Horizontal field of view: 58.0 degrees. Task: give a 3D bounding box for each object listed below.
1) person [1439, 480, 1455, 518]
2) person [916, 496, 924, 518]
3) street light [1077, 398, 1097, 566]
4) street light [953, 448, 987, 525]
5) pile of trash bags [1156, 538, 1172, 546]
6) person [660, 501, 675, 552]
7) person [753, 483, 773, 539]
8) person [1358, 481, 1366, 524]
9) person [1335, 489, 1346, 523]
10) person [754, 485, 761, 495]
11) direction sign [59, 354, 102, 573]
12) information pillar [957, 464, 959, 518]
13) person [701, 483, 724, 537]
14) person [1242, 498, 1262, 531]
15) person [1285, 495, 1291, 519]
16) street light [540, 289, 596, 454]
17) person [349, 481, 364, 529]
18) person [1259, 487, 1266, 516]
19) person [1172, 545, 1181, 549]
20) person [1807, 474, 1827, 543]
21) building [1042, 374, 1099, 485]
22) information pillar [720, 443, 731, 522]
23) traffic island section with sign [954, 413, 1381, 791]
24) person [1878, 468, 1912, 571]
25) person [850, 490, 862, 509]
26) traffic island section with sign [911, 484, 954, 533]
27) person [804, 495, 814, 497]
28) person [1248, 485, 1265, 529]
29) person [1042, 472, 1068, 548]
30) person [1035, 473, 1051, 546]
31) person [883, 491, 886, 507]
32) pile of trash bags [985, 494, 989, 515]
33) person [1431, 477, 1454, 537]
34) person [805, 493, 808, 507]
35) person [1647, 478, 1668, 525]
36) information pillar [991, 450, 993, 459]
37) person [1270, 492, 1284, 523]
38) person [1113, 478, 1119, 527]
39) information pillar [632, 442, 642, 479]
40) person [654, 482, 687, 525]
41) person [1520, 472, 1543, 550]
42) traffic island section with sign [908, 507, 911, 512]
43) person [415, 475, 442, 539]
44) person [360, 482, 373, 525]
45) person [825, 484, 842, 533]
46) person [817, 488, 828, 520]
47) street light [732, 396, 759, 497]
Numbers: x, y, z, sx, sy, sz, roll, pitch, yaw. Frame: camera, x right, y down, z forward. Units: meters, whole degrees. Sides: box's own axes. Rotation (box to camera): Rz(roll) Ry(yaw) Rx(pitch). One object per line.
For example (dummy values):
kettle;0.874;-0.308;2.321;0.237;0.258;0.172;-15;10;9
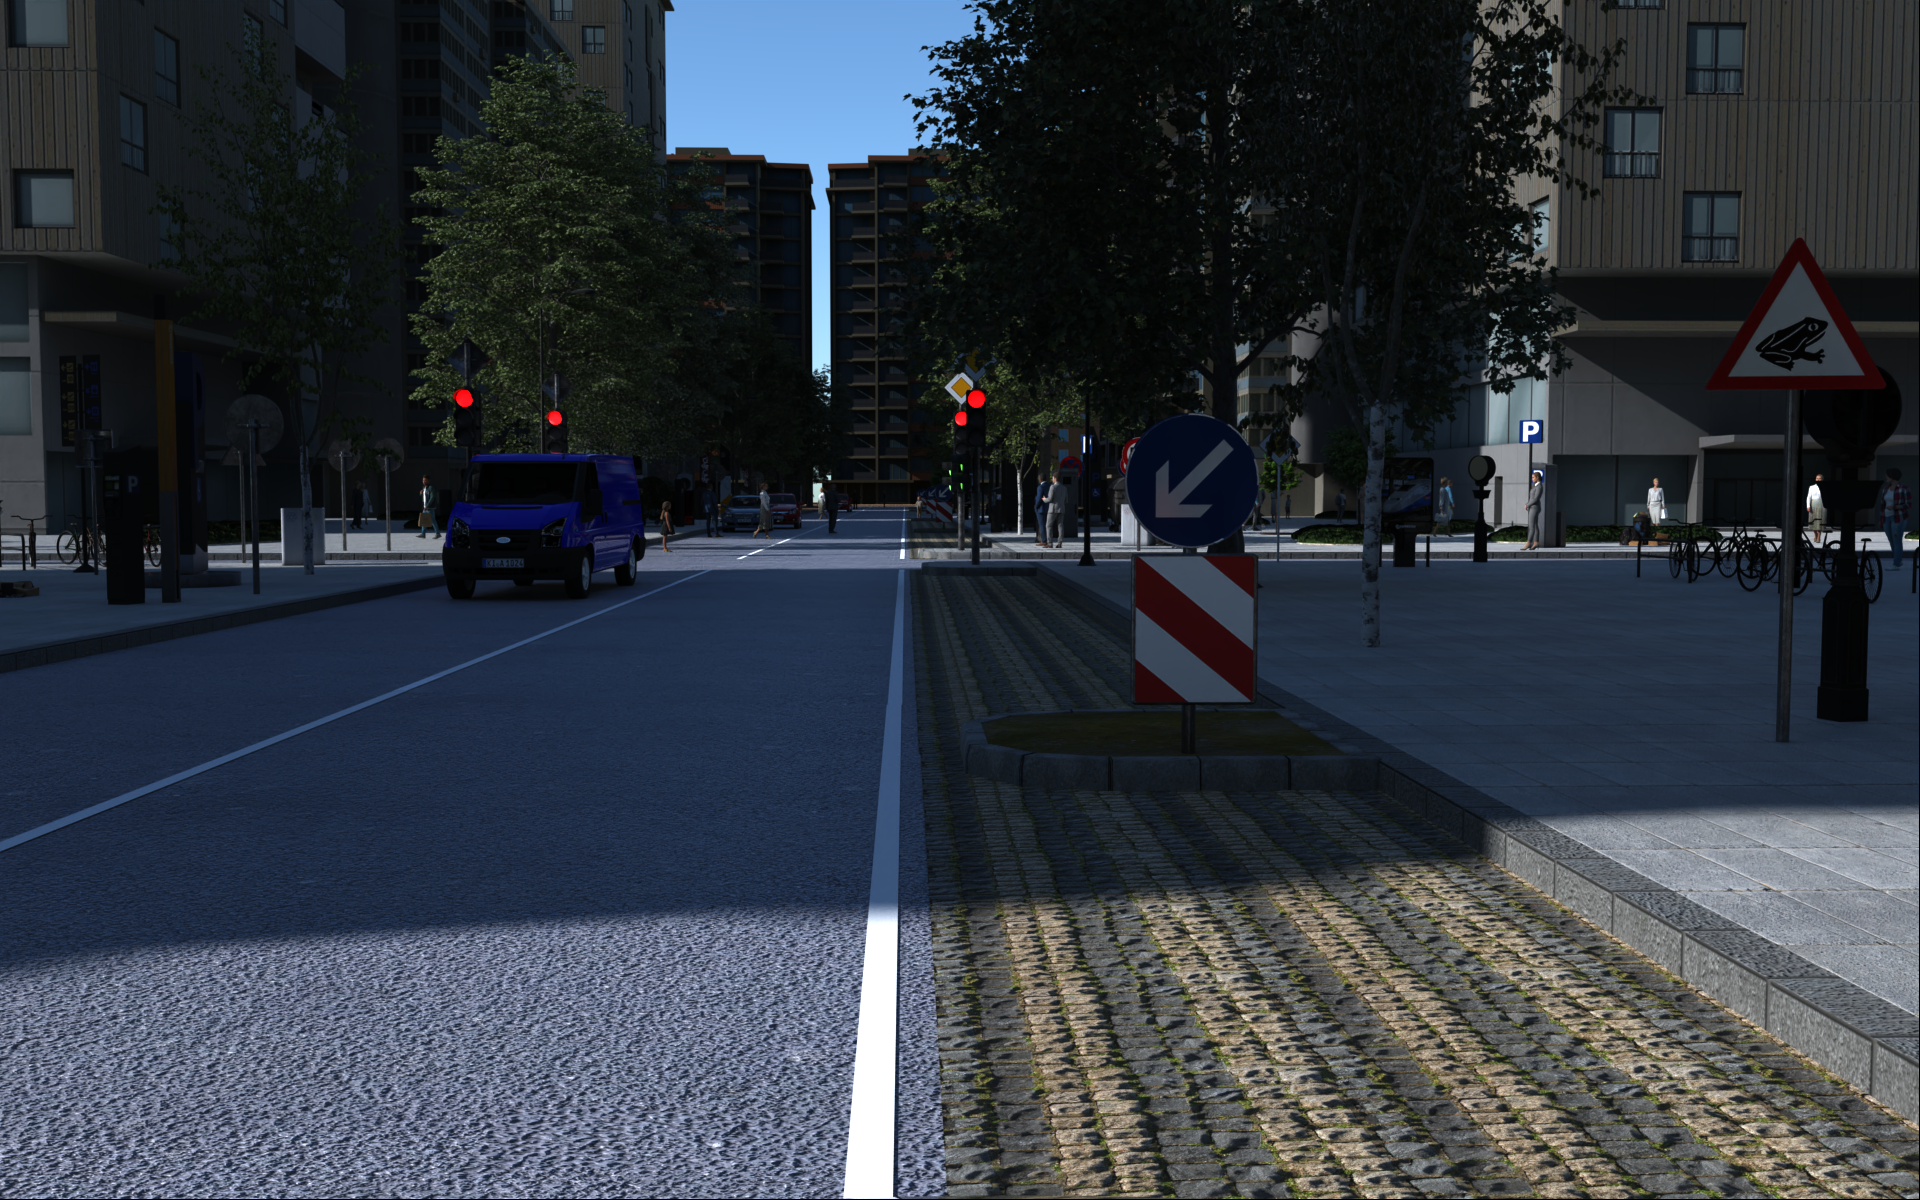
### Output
person;17.372;-3.391;61.825;0.444;1.785;0.601;-1;4;-13
person;-2.298;-5.243;98.499;0.475;1.303;0.640;0;4;3
street light;1.736;-3.566;30.850;1.470;5.913;1.316;0;4;-2
street light;0.413;-6.090;72.106;1.470;5.913;1.316;0;4;-2
pile of trash bags;5.880;-2.108;44.216;1.912;1.369;3.447;0;4;-1
person;-7.212;-1.809;42.740;0.373;1.253;0.362;-1;4;-12
person;-6.260;-2.826;54.924;0.641;1.798;0.478;1;4;11
person;15.360;-3.619;65.548;0.374;1.781;0.599;-2;4;-24
person;16.841;-4.161;76.664;0.503;1.515;0.523;1;4;10
person;-11.712;-5.747;99.991;0.713;1.824;0.794;0;4;4
direction sign;-14.347;-2.222;28.322;0.876;3.537;0.379;1;4;23
information pillar;0.076;-6.194;92.633;0.504;3.616;0.183;-1;4;-9
person;-8.253;-2.982;57.443;0.721;1.800;0.419;2;4;24
person;10.087;-3.311;60.035;0.748;1.841;0.638;1;4;9
person;16.736;-4.741;88.247;0.332;1.250;0.352;0;4;2
street light;-8.925;-4.084;39.312;1.470;5.913;1.316;0;4;-2
person;-21.916;-3.450;62.874;0.534;1.772;0.576;-1;4;-16
person;12.991;-4.234;75.111;0.661;1.843;0.795;-2;4;-30
person;5.089;-2.096;40.664;0.601;1.785;0.444;2;4;33
person;22.582;-2.406;45.610;0.478;1.798;0.641;2;4;33
building;17.870;-34.831;219.591;14.200;45.320;14.600;0;4;-2
information pillar;-10.679;-5.346;78.760;0.504;3.616;0.183;0;4;2
traffic island section with sign;1.007;-0.038;9.247;1.989;1.847;2.006;0;4;-2
person;15.736;-1.359;29.102;0.643;1.720;0.563;-1;4;-15
person;-9.834;-9.417;162.607;1.348;1.807;0.705;1;4;11
traffic island section with sign;-0.716;-3.391;64.069;1.989;1.847;2.006;0;4;-2
person;-16.496;-11.250;189.917;1.348;1.831;0.705;-3;5;-41
person;10.765;-3.472;62.989;0.728;1.800;0.709;3;4;36
person;2.234;-2.137;41.184;0.583;1.804;0.606;3;5;45
person;2.091;-2.245;42.938;0.419;1.800;0.721;2;4;32
person;-8.027;-10.828;186.054;0.721;1.766;1.217;0;4;-7
pile of trash bags;3.188;-5.849;105.387;3.447;1.369;1.912;0;4;7
person;14.385;-2.765;51.610;0.624;1.780;0.694;2;4;28
person;-15.574;-10.385;177.311;0.593;1.643;0.415;0;4;-5
person;22.118;-2.969;54.946;0.624;1.780;0.694;-3;5;-42
information pillar;1.843;-6.118;91.382;0.504;3.616;0.183;-1;4;-10
person;14.041;-4.294;76.824;0.524;1.755;0.480;-2;4;-31
person;5.692;-3.382;61.256;0.836;1.842;0.656;1;4;12
information pillar;-13.967;-5.121;75.088;0.504;3.616;0.183;2;4;28
person;-11.909;-4.010;71.830;1.509;1.804;0.699;-1;4;-9
person;13.044;-2.035;39.592;0.573;1.790;0.520;0;4;-1
traffic island section with sign;-1.591;-5.048;91.160;1.989;1.847;2.006;0;4;-2
person;-15.035;-2.627;48.976;0.713;1.824;0.794;-1;4;-22
person;-25.078;-4.064;72.842;0.694;1.780;0.624;-1;4;-20
person;-4.624;-3.364;63.676;0.661;1.801;0.590;2;4;31
person;-7.700;-5.415;97.259;0.641;1.798;0.478;-1;4;-20
street light;-10.258;-6.716;82.348;1.470;5.913;1.316;0;4;-2
